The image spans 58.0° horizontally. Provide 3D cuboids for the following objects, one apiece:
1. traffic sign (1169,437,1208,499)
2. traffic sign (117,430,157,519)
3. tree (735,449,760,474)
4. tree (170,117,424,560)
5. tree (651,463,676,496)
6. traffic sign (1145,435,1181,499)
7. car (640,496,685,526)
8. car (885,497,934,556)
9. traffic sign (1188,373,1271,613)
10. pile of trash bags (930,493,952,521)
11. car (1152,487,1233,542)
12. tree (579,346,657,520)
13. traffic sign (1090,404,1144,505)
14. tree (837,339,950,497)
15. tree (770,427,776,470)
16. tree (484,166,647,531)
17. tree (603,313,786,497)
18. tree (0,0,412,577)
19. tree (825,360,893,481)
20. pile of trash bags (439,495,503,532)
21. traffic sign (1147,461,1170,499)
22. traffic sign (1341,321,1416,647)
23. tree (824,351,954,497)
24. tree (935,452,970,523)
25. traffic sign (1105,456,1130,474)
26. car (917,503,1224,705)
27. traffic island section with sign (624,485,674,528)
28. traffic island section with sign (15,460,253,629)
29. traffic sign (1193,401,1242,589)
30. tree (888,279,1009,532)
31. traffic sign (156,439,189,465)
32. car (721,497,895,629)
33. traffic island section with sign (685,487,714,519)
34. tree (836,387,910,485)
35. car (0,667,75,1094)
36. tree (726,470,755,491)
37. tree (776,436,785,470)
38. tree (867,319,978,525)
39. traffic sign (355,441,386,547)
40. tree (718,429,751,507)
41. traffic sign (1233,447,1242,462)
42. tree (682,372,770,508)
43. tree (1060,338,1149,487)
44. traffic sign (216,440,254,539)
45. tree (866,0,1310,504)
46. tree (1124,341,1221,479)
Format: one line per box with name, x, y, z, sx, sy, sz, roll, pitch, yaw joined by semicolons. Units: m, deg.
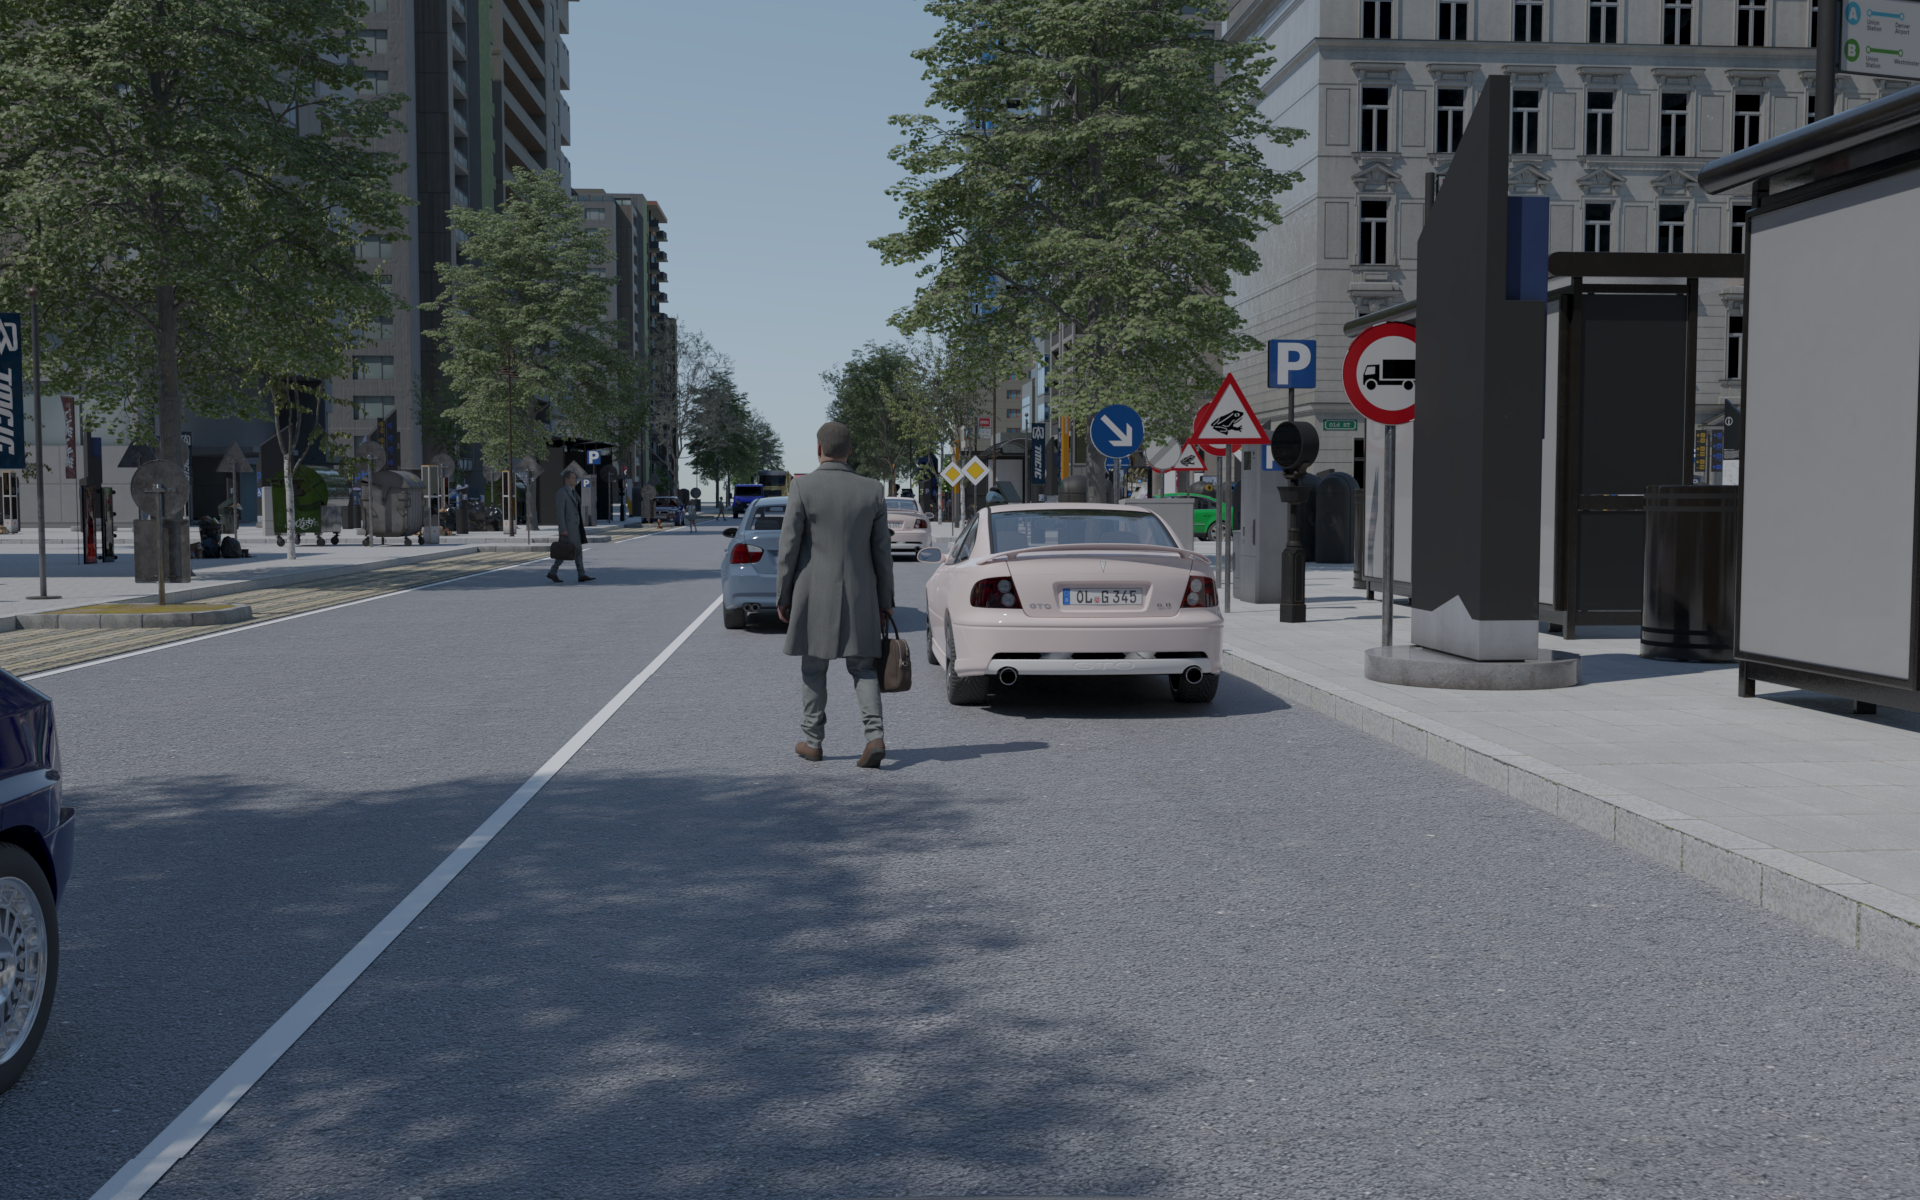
traffic sign;5.238;-2.431;39.751;0.884;2.594;0.081;0;4;2
traffic sign;-16.580;-2.141;35.007;0.884;2.594;0.081;0;4;-1
tree;-27.169;-16.288;216.670;4.737;8.622;4.395;0;3;0
tree;-13.010;-5.082;33.447;4.737;8.622;4.395;0;3;0
tree;-18.222;-6.727;104.588;1.663;3.219;1.824;0;3;0
traffic sign;4.282;-2.233;36.611;0.768;2.556;0.104;0;4;1
car;-13.338;-3.997;77.927;1.945;1.354;3.894;0;4;-5
car;-1.604;-1.602;38.552;2.083;1.381;4.827;0;4;-3
traffic sign;2.887;-1.139;18.629;0.884;2.594;0.081;0;4;2
pile of trash bags;-0.957;-4.473;82.883;1.912;1.369;3.447;0;4;-1
car;5.970;-2.516;49.930;4.718;1.807;1.959;0;4;-4
tree;-16.850;-8.298;86.041;4.737;8.622;4.395;0;3;0
traffic sign;2.230;-1.500;24.626;0.768;2.556;0.104;0;4;5
tree;-5.538;-14.380;141.761;9.857;13.997;8.962;0;3;0
tree;-25.697;-16.587;189.319;7.486;12.596;7.792;0;3;0
tree;-14.803;-8.688;60.168;7.486;12.596;7.792;0;3;0
tree;-19.543;-12.717;118.293;12.009;13.543;11.850;0;3;0
tree;-12.066;-6.604;26.110;7.486;12.596;7.792;0;3;0
tree;-7.411;-14.974;155.200;12.009;13.543;11.850;0;3;0
pile of trash bags;-17.071;-3.011;58.977;1.912;1.369;3.447;2;4;24
traffic sign;5.067;-2.654;43.494;0.768;2.556;0.104;0;4;1
traffic sign;3.187;-0.780;12.852;0.768;2.556;0.104;0;4;-2
tree;-4.294;-10.900;112.634;8.767;10.594;7.601;-2;4;-27
tree;-0.546;-5.090;77.823;1.663;3.219;1.824;0;3;0
traffic sign;4.726;-3.178;52.060;0.768;2.556;0.104;0;4;1
car;0.739;-0.053;13.221;2.083;1.381;4.827;0;4;-4
traffic island section with sign;-13.297;-4.007;74.144;1.989;1.847;2.006;0;4;-4
traffic island section with sign;-9.057;-0.650;19.253;1.989;1.847;2.006;0;4;-4
traffic sign;3.514;-1.428;23.457;0.768;2.556;0.104;0;4;-4
tree;-0.098;-6.597;58.222;4.360;8.622;3.978;0;3;0
traffic sign;-16.895;-2.265;37.133;0.768;2.556;0.104;0;4;4
car;-1.734;-0.473;19.743;2.014;1.417;4.499;0;4;-4
traffic island section with sign;-15.387;-5.660;101.176;1.989;1.847;2.006;0;4;-4
tree;-9.334;-16.074;179.819;9.611;12.733;9.660;0;3;0
car;-3.061;0.600;2.772;1.945;1.354;3.894;0;4;-3
tree;-25.739;-13.445;203.539;4.285;4.588;4.351;0;3;0
tree;-31.440;-21.785;274.313;7.486;12.596;7.792;0;3;0
tree;-1.056;-7.470;72.500;4.737;8.622;4.395;0;3;0
traffic sign;-14.221;-2.548;41.772;0.768;2.556;0.104;0;4;5
tree;-22.893;-13.531;171.592;4.360;8.622;3.978;0;3;0
traffic sign;4.190;-1.473;25.273;0.795;2.450;0.064;0;4;-3
tree;-22.081;-14.702;158.511;7.486;12.596;7.792;0;3;0
tree;6.396;-7.737;76.870;4.737;8.622;4.395;0;3;0
traffic sign;-17.505;-2.557;41.810;0.884;2.594;0.081;0;4;-3
tree;2.243;-6.850;30.130;7.486;12.596;7.792;0;3;0
tree;8.592;-7.382;71.064;4.360;8.622;3.978;0;3;0
